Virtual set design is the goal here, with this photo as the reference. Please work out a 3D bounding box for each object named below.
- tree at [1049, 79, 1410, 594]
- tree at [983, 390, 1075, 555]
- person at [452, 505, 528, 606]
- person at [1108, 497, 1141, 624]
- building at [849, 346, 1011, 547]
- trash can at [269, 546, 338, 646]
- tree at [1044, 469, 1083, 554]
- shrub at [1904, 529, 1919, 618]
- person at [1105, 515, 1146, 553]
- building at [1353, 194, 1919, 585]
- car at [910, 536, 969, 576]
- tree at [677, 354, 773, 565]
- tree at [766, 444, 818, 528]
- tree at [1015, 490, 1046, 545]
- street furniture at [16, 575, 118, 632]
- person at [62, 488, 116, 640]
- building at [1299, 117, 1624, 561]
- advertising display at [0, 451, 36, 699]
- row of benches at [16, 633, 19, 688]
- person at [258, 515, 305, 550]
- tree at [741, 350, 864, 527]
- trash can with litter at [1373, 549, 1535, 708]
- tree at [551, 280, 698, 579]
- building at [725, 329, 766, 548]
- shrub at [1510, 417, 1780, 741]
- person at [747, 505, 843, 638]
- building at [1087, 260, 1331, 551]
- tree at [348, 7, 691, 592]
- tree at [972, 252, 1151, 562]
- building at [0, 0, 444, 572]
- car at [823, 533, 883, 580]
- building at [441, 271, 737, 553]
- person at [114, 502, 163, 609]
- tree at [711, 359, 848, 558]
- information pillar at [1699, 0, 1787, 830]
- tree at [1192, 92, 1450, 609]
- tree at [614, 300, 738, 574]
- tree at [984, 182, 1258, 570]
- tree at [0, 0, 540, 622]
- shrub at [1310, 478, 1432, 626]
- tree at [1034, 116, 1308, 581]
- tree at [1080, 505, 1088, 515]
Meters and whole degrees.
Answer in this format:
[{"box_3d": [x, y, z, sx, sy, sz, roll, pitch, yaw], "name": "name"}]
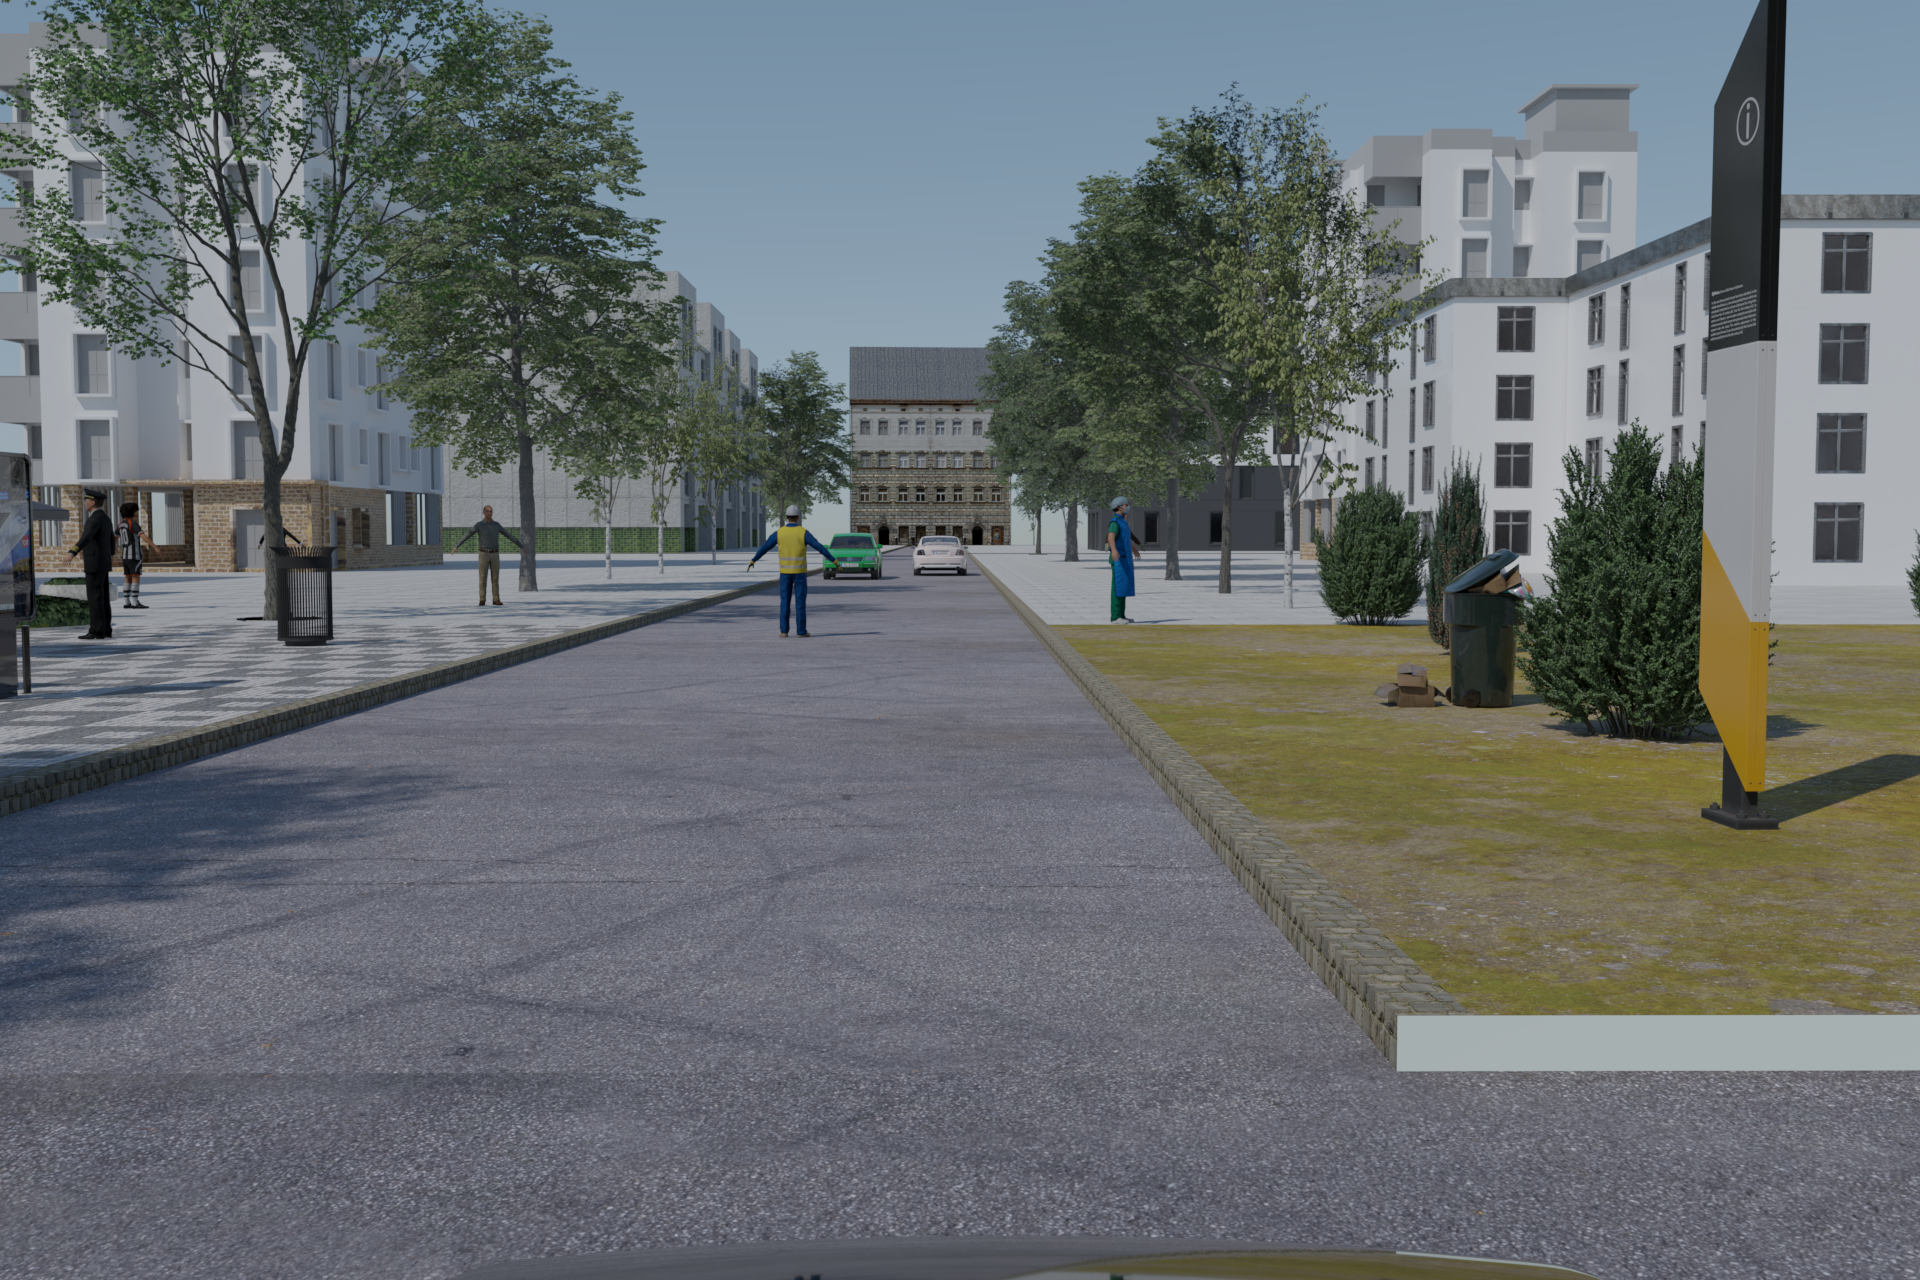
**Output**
[{"box_3d": [5.534, -6.258, 36.725, 8.767, 10.594, 7.601, 2, 4, 26], "name": "tree"}, {"box_3d": [4.929, -11.073, 106.804, 9.928, 11.665, 9.643, 0, 3, 0], "name": "tree"}, {"box_3d": [-8.465, -1.521, 31.141, 1.348, 1.796, 0.705, -2, 4, -27], "name": "person"}, {"box_3d": [2.322, -1.141, 24.785, 0.704, 1.817, 1.347, 1, 4, 20], "name": "person"}, {"box_3d": [-3.798, -22.562, 202.274, 18.063, 23.208, 19.493, 0, 4, -3], "name": "building"}, {"box_3d": [-7.548, -0.507, 19.948, 0.748, 1.137, 0.748, 0, 3, 0], "name": "trash can"}, {"box_3d": [6.023, -8.857, 95.173, 4.360, 8.622, 3.978, 0, 3, 0], "name": "tree"}, {"box_3d": [12.323, -1.011, 20.945, 1.690, 2.028, 1.600, 0, 3, 0], "name": "shrub"}, {"box_3d": [3.452, -1.872, 36.746, 0.704, 1.812, 1.346, 3, 5, 42], "name": "person"}, {"box_3d": [20.600, -7.024, 56.997, 9.099, 9.664, 28.070, 0, 3, 0], "name": "building"}, {"box_3d": [-0.721, -2.971, 60.934, 2.083, 1.381, 4.827, 0, 4, -2], "name": "car"}, {"box_3d": [-10.061, -7.426, 71.778, 4.737, 8.622, 4.395, 0, 3, 0], "name": "tree"}, {"box_3d": [-19.795, -17.114, 197.945, 7.486, 12.596, 7.792, 0, 3, 0], "name": "tree"}, {"box_3d": [8.359, -15.327, 200.957, 4.737, 8.622, 4.395, 0, 3, 0], "name": "tree"}, {"box_3d": [-16.952, -0.508, 23.939, 10.072, 0.657, 5.734, -1, 4, -10], "name": "street furniture"}, {"box_3d": [-10.595, -0.934, 21.207, 0.705, 1.837, 1.347, 0, 4, -5], "name": "person"}, {"box_3d": [22.062, -13.988, 85.116, 16.016, 20.090, 11.380, 0, 4, -1], "name": "building"}, {"box_3d": [-7.509, -0.505, 13.474, 0.123, 1.923, 0.974, 0, 4, 0], "name": "advertising display"}, {"box_3d": [-9.753, 0.046, 14.712, 4.104, 0.672, 1.422, 1, 4, 18], "name": "row of benches"}, {"box_3d": [-15.840, -2.060, 40.406, 1.216, 1.740, 0.721, 1, 4, 11], "name": "person"}, {"box_3d": [-9.810, -11.539, 106.792, 7.486, 12.596, 7.792, 0, 3, 0], "name": "tree"}, {"box_3d": [3.664, -0.090, 12.856, 1.055, 1.170, 0.624, 0, 4, -2], "name": "trash can with litter"}, {"box_3d": [-10.145, -6.017, 48.735, 4.360, 8.622, 3.978, 0, 3, 0], "name": "tree"}, {"box_3d": [-28.437, -18.267, 165.118, 16.747, 18.905, 31.486, 0, 4, -1], "name": "building"}, {"box_3d": [4.328, -0.402, 10.985, 1.690, 2.028, 1.600, 0, 3, 0], "name": "shrub"}, {"box_3d": [-2.310, -0.954, 24.031, 1.349, 1.833, 0.705, 0, 4, 6], "name": "person"}, {"box_3d": [24.486, -18.432, 145.345, 27.936, 21.610, 32.646, 0, 3, 0], "name": "building"}, {"box_3d": [-10.074, -7.362, 38.493, 7.486, 12.596, 7.792, 0, 3, 0], "name": "tree"}, {"box_3d": [5.239, -10.611, 80.149, 9.857, 13.997, 8.962, 0, 3, 0], "name": "tree"}, {"box_3d": [-26.511, -12.416, 59.426, 16.016, 20.090, 11.380, 0, 4, -1], "name": "building"}, {"box_3d": [-3.444, -2.875, 55.805, 1.959, 1.807, 4.718, 0, 4, -1], "name": "car"}, {"box_3d": [-27.394, -16.268, 132.445, 16.747, 18.905, 31.486, 0, 4, 0], "name": "building"}, {"box_3d": [-14.166, -1.439, 29.678, 1.345, 1.843, 0.704, 2, 4, 31], "name": "person"}, {"box_3d": [-9.857, -9.720, 93.340, 8.767, 10.594, 7.601, 1, 4, 20], "name": "tree"}, {"box_3d": [3.450, -0.997, 7.648, 0.183, 3.616, 0.504, 0, 4, -2], "name": "information pillar"}, {"box_3d": [5.751, -4.832, 29.370, 4.737, 8.622, 4.395, 0, 3, 0], "name": "tree"}, {"box_3d": [-9.419, -6.436, 55.591, 4.737, 8.622, 4.395, 0, 3, 0], "name": "tree"}, {"box_3d": [5.843, -9.493, 61.871, 9.857, 13.997, 8.962, 0, 3, 0], "name": "tree"}, {"box_3d": [-10.154, -6.107, 25.607, 9.928, 11.665, 9.643, 0, 3, 0], "name": "tree"}, {"box_3d": [5.821, -1.247, 24.422, 1.661, 2.075, 1.752, 0, 3, 0], "name": "shrub"}, {"box_3d": [5.915, -7.893, 47.180, 7.486, 12.596, 7.792, 0, 3, 0], "name": "tree"}, {"box_3d": [17.158, -16.170, 198.793, 7.601, 10.594, 8.767, 0, 4, 2], "name": "tree"}]
